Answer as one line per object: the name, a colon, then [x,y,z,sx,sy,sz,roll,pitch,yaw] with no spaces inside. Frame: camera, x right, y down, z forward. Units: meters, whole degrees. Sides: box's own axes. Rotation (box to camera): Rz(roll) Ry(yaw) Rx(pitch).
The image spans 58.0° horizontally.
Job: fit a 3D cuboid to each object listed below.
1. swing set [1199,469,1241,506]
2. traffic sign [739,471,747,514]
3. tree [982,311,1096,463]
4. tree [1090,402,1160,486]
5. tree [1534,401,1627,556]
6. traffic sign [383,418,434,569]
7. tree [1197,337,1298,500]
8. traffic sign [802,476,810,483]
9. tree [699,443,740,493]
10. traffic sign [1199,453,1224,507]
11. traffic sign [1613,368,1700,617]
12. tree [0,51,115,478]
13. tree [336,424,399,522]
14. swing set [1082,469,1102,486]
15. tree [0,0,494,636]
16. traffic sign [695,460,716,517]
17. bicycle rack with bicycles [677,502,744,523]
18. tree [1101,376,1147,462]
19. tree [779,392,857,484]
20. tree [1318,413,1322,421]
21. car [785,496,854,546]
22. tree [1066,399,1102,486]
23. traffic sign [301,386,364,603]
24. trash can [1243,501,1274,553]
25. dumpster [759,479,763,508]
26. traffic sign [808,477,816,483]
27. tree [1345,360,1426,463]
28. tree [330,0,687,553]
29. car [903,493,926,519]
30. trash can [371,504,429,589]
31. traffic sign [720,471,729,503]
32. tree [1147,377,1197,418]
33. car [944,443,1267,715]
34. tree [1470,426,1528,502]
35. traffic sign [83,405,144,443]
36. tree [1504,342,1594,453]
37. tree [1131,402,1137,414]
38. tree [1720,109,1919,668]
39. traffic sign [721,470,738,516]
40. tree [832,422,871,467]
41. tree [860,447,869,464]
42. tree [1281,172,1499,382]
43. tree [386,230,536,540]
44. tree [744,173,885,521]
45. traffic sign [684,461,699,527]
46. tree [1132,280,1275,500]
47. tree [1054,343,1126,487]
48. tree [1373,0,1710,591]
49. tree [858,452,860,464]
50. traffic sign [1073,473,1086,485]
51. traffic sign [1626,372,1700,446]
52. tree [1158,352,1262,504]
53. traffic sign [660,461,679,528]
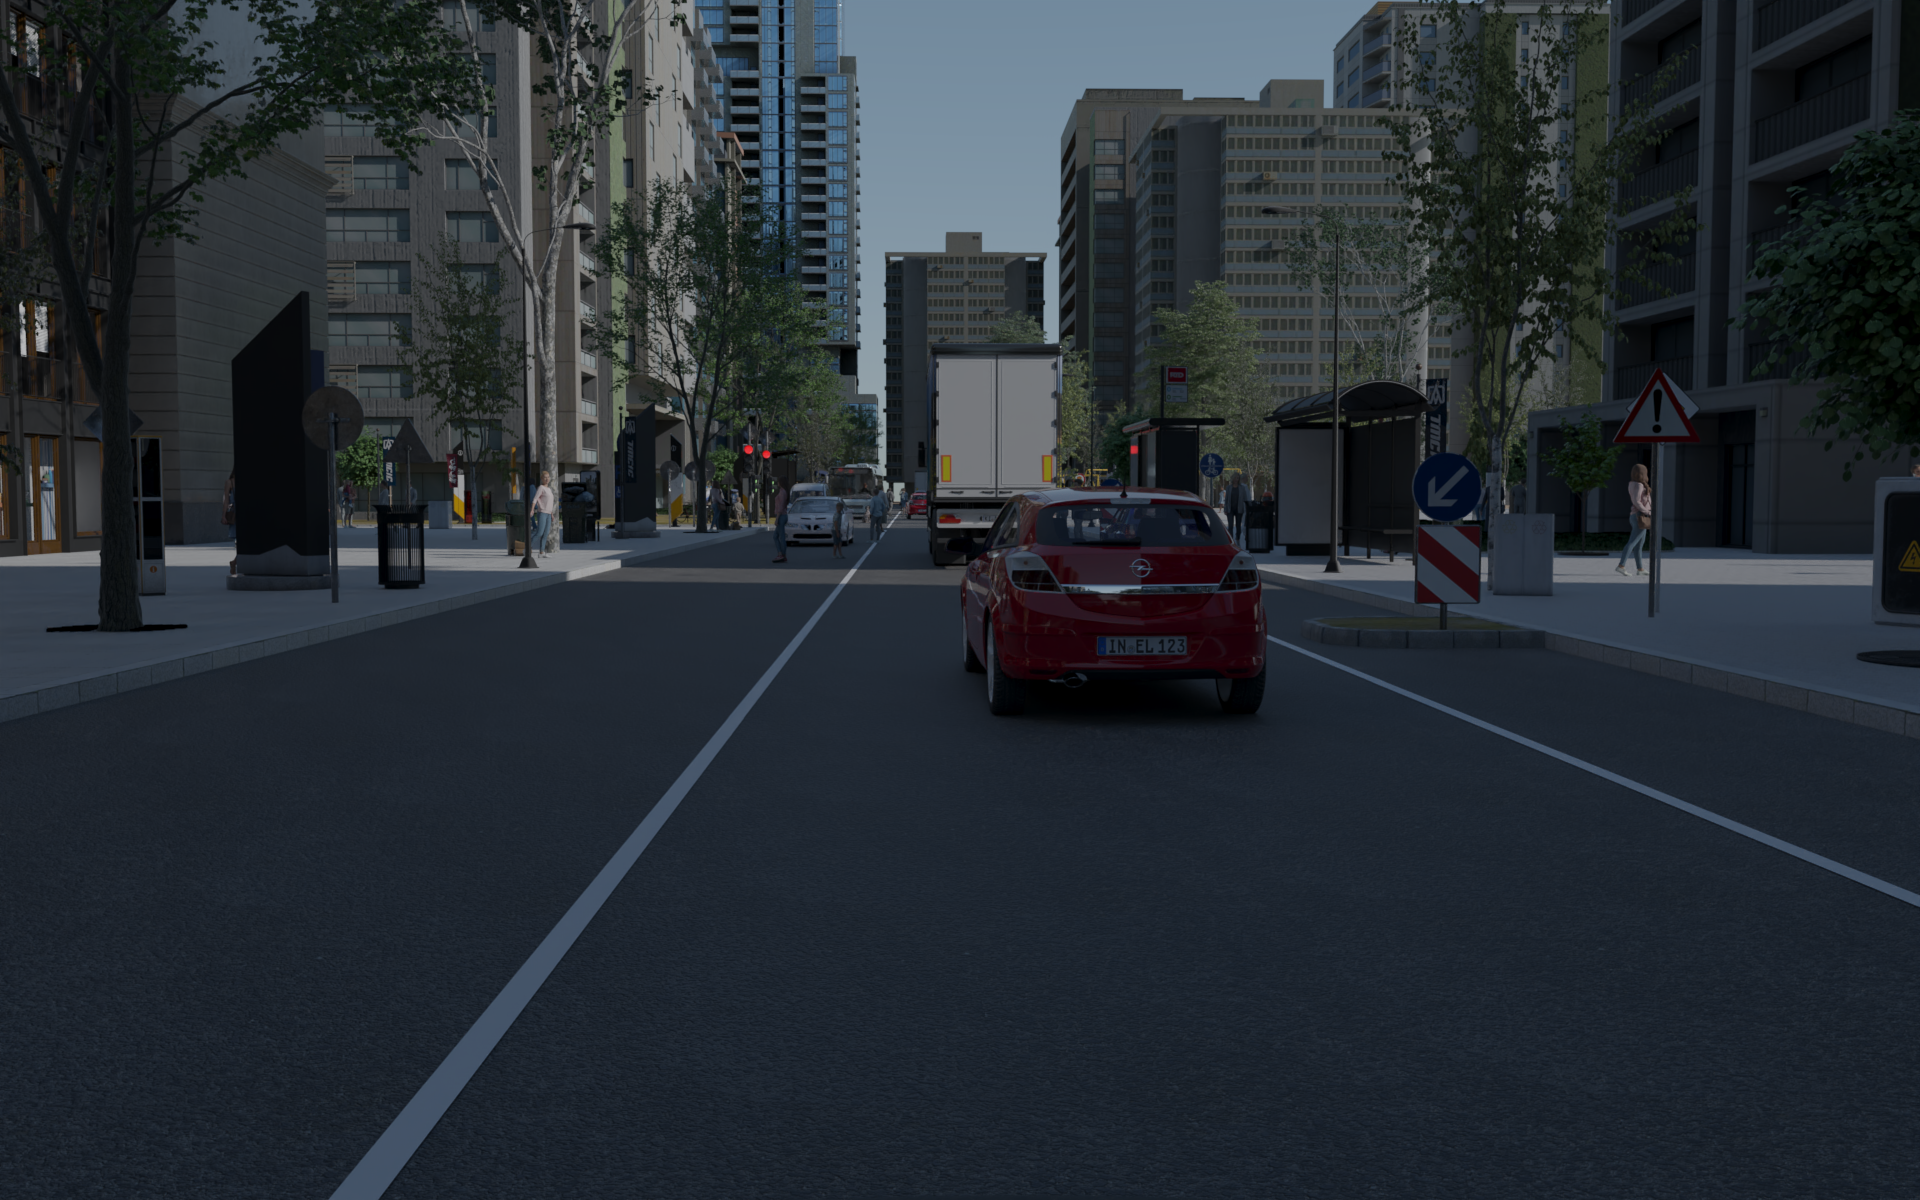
swing set: [15.990,-6.653,106.401,3.119,2.851,2.862,-1,4,-19]
traffic sign: [-11.378,-5.638,92.283,0.768,2.556,0.104,0,4,2]
tree: [4.766,-13.017,119.490,9.857,13.997,8.962,0,3,0]
tree: [6.175,-4.686,60.333,4.285,4.588,4.351,0,3,0]
tree: [13.133,-2.542,36.158,1.663,3.219,1.824,0,3,0]
traffic sign: [-9.423,-1.810,29.590,0.884,2.594,0.081,0,4,1]
tree: [13.583,-7.963,80.561,4.360,8.622,3.978,0,3,0]
traffic sign: [-10.947,-7.554,123.509,0.884,2.594,0.081,0,4,3]
tree: [-15.313,-7.823,111.621,4.285,4.588,4.351,0,3,0]
traffic sign: [7.799,-3.282,53.766,0.768,2.556,0.104,0,4,2]
traffic sign: [7.198,-1.098,17.959,0.884,2.594,0.081,0,4,2]
tree: [-14.330,-4.503,23.987,4.360,8.622,3.978,0,3,0]
tree: [-27.871,-5.969,81.302,4.285,4.588,4.351,0,3,0]
swing set: [9.227,-6.892,110.312,3.119,2.851,2.862,-3,5,-41]
tree: [-7.989,-5.507,15.800,9.928,11.665,9.643,0,3,0]
traffic sign: [-9.434,-3.917,64.148,0.768,2.556,0.104,0,4,6]
bicycle rack with bicycles: [-11.000,-3.962,78.161,2.925,0.926,2.852,2,4,33]
tree: [11.489,-9.469,105.188,4.360,8.622,3.978,0,3,0]
tree: [-10.163,-10.330,119.255,4.360,8.622,3.978,0,3,0]
tree: [21.189,-10.130,115.987,4.360,8.622,3.978,0,3,0]
car: [-4.004,-2.243,49.032,2.083,1.381,4.827,0,4,-1]
tree: [9.695,-10.998,130.180,4.360,8.622,3.978,0,3,0]
traffic sign: [-7.379,-1.240,20.376,0.768,2.556,0.104,0,4,6]
trash can: [6.507,-1.586,37.584,0.748,1.137,0.748,0,3,0]
dumpster: [-13.089,-6.869,114.800,1.502,2.255,1.985,0,4,-1]
traffic sign: [-10.905,-7.740,126.651,0.768,2.556,0.104,0,4,3]
tree: [29.296,-11.246,118.280,7.601,10.594,8.767,0,4,6]
tree: [-10.326,-11.131,37.876,12.611,20.169,13.585,0,3,0]
car: [-2.183,-5.531,99.474,2.155,1.783,4.494,0,4,-3]
trash can: [-7.581,-0.724,23.494,0.748,1.137,0.748,0,3,0]
traffic sign: [-12.352,-5.655,92.469,0.884,2.594,0.081,0,4,-1]
tree: [13.836,-9.104,99.210,4.360,8.622,3.978,0,3,0]
car: [0.986,-0.226,12.742,2.155,1.783,4.494,0,4,-3]
tree: [50.171,-10.871,140.649,20.602,7.101,11.467,3,4,38]
traffic sign: [-10.917,-1.383,22.353,0.795,2.593,0.064,0,4,2]
tree: [28.334,-8.096,82.737,4.360,8.622,3.978,0,3,0]
tree: [13.023,-11.288,134.920,4.737,8.622,4.395,0,3,0]
tree: [7.599,-1.799,13.130,4.285,4.588,4.351,0,3,0]
traffic sign: [-12.151,-5.578,91.210,0.884,2.594,0.081,0,4,-1]
tree: [-11.123,-13.585,172.482,4.737,8.622,4.395,0,3,0]
tree: [-13.727,-16.896,226.608,4.360,8.622,3.978,0,3,0]
tree: [26.080,-14.997,101.096,12.611,20.169,13.585,0,3,0]
tree: [-13.671,-5.987,48.244,4.737,8.622,4.395,0,3,0]
tree: [-8.517,-7.994,56.461,9.928,11.665,9.643,0,3,0]
traffic sign: [-10.313,-4.097,67.100,0.768,2.556,0.104,0,4,8]
tree: [13.006,-10.620,91.771,7.486,12.596,7.792,0,3,0]
tree: [4.821,-8.138,83.426,4.737,8.622,4.395,0,3,0]
tree: [7.337,-4.436,22.885,4.737,8.622,4.395,0,3,0]
tree: [-11.547,-12.178,149.478,4.360,8.622,3.978,0,3,0]
traffic sign: [7.238,-6.425,105.161,0.768,2.556,0.104,0,4,1]
traffic sign: [7.572,-1.157,18.658,0.795,2.593,0.064,0,4,1]
tree: [20.569,-14.528,144.194,9.857,13.997,8.962,0,3,0]
traffic sign: [-11.060,-4.027,65.941,0.768,2.556,0.104,0,4,6]
